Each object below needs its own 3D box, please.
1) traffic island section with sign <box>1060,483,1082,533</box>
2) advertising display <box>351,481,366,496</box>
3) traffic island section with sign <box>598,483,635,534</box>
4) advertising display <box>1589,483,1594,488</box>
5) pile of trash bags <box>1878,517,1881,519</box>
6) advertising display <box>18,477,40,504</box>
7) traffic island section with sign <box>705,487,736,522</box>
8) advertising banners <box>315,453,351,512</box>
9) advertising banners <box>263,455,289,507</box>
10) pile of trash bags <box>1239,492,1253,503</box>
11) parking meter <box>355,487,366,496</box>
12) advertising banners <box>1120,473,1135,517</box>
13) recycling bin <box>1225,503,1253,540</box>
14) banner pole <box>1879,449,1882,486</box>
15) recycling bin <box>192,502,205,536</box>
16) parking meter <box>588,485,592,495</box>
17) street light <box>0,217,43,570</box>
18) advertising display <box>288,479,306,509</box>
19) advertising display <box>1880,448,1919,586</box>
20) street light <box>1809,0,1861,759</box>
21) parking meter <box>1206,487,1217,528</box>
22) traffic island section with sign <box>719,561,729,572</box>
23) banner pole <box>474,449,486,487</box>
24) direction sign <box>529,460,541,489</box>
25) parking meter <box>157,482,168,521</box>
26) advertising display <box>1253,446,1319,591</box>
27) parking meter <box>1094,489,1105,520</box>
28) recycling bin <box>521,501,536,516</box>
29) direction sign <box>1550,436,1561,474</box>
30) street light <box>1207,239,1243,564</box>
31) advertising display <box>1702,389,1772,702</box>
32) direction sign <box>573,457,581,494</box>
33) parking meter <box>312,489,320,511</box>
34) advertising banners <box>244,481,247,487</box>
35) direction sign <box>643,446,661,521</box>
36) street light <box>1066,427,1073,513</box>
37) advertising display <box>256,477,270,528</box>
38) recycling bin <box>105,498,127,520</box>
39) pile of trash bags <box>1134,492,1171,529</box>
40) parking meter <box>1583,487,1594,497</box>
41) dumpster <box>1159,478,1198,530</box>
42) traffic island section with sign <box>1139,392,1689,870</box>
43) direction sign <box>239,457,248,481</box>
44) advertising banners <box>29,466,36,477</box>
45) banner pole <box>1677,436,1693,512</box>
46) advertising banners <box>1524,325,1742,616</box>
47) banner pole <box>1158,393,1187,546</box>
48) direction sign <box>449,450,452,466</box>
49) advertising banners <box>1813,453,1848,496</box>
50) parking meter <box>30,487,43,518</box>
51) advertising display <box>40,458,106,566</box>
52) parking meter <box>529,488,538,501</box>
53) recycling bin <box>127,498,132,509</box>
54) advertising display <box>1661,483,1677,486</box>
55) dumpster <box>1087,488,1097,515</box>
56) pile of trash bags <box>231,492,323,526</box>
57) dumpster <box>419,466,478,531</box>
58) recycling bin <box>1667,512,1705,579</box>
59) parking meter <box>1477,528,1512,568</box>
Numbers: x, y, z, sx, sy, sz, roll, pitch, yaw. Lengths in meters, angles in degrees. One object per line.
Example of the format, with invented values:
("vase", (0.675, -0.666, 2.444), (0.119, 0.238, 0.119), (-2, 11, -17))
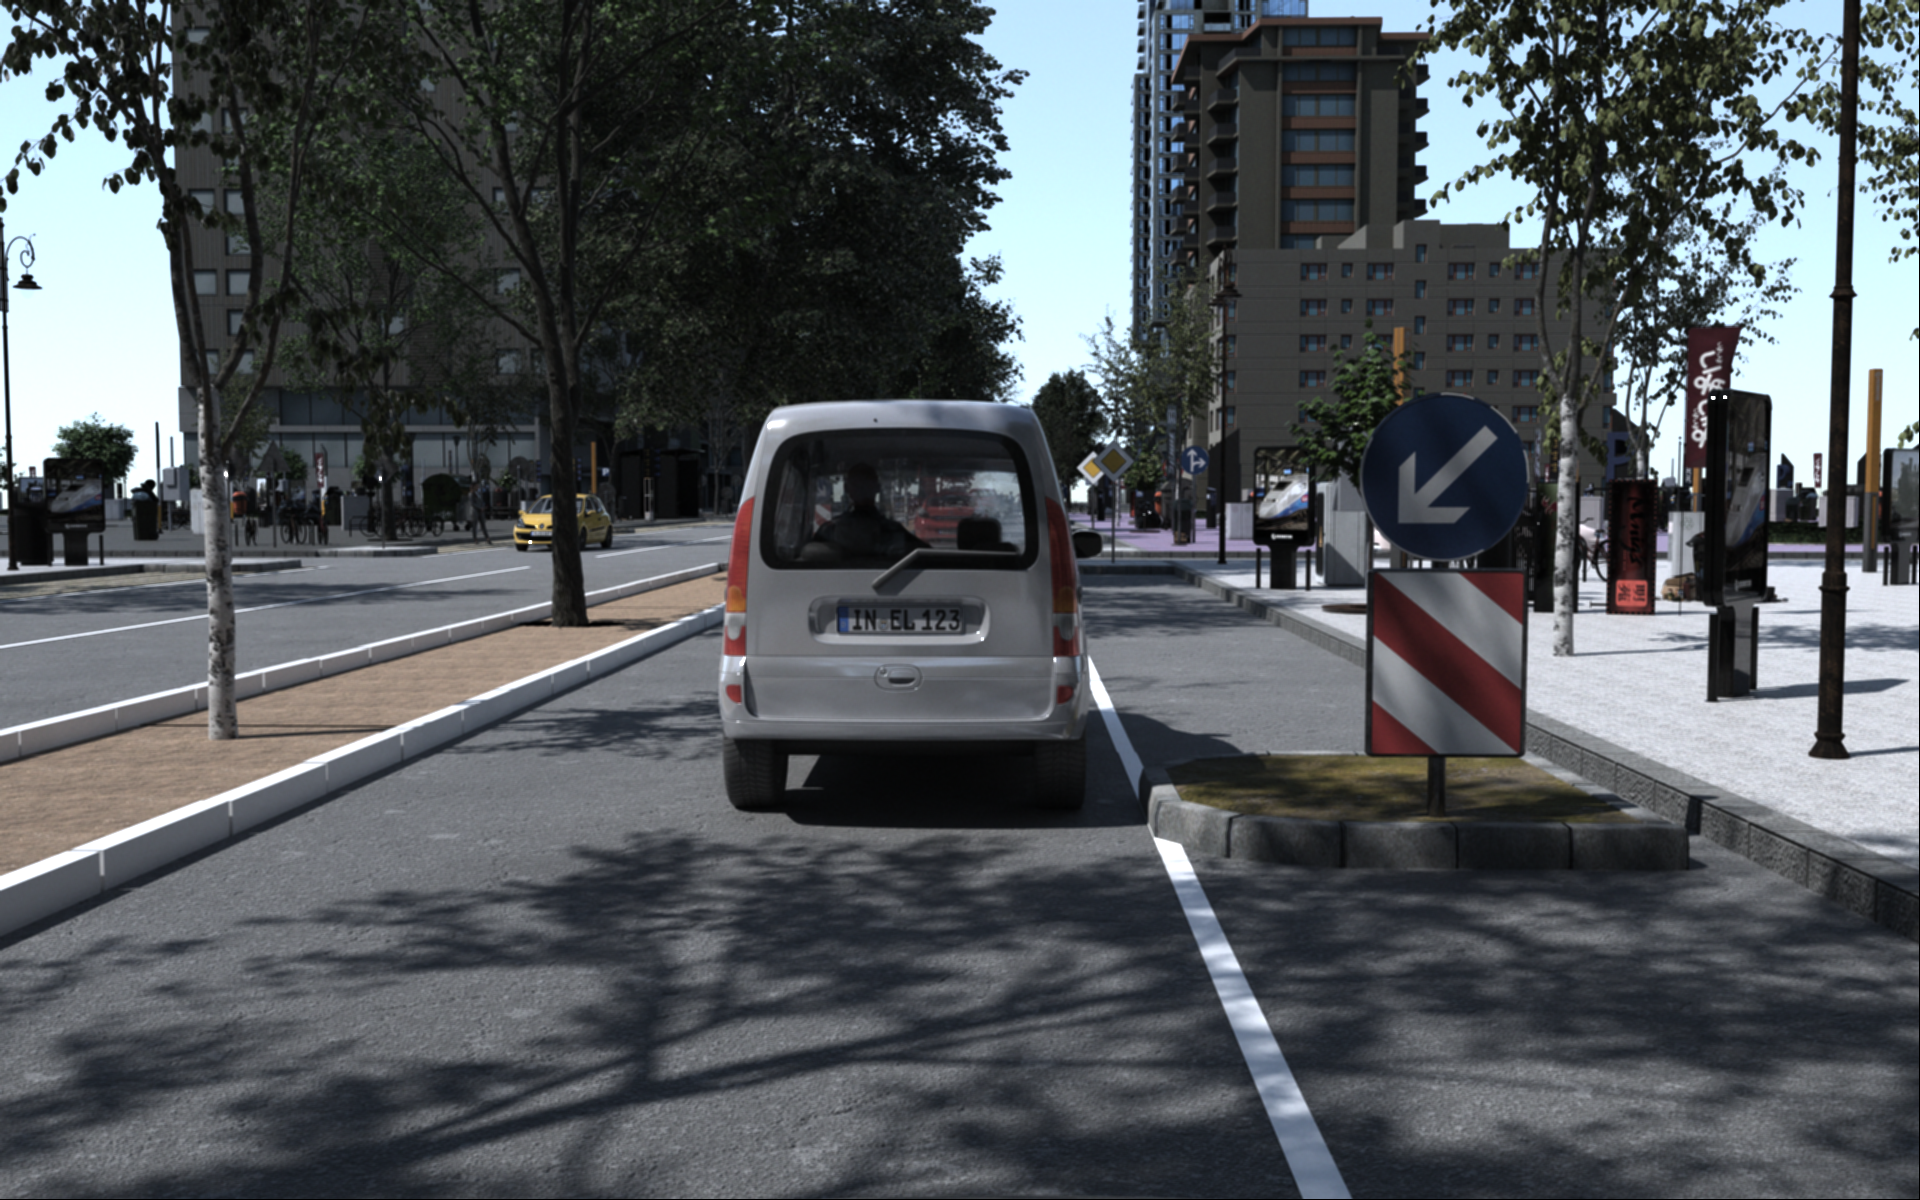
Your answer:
("traffic island section with sign", (3.437, -3.298, 62.553), (1.989, 1.847, 2.006), (0, 4, 2))
("advertising display", (-29.992, -4.967, 86.417), (0.974, 1.923, 0.123), (2, 4, 34))
("traffic island section with sign", (-12.918, -3.325, 62.999), (1.989, 1.847, 2.006), (0, 4, 2))
("advertising display", (37.211, -5.926, 102.100), (0.123, 1.923, 0.974), (1, 4, 12))
("pile of trash bags", (54.844, -5.527, 100.125), (3.447, 1.369, 1.912), (-1, 4, -9))
("advertising display", (-34.821, -3.658, 65.029), (0.123, 1.923, 0.974), (3, 4, 36))
("traffic island section with sign", (-12.119, -4.973, 89.942), (1.989, 1.847, 2.006), (0, 4, 2))
("advertising banners", (-26.454, -4.702, 73.063), (2.074, 3.025, 0.090), (2, 4, 28))
("advertising banners", (-30.727, -4.996, 77.877), (0.090, 3.025, 2.074), (1, 4, 9))
("pile of trash bags", (10.734, -3.149, 61.243), (1.912, 1.369, 3.447), (0, 4, -4))
("parking meter", (-22.661, -3.492, 65.502), (0.372, 1.533, 0.369), (0, 3, 0))
("advertising banners", (9.725, -6.115, 96.166), (2.074, 3.025, 0.090), (1, 4, 20))
("recycling bin", (7.875, -2.214, 48.753), (0.722, 1.027, 0.722), (0, 4, 1))
("banner pole", (50.940, -6.480, 95.961), (0.401, 3.779, 0.863), (1, 4, 19))
("recycling bin", (-23.301, -2.521, 53.781), (0.722, 1.027, 0.722), (2, 4, 27))
("parking meter", (-23.487, -6.412, 110.544), (0.255, 1.863, 0.399), (3, 4, 38))
("street light", (-15.982, -3.441, 29.052), (0.468, 5.910, 1.993), (0, 4, 2))
("advertising display", (-29.460, -4.391, 76.999), (0.123, 1.923, 0.974), (1, 4, 19))
("advertising display", (13.333, -1.181, 24.517), (0.974, 1.923, 0.123), (-3, 4, -37))
("street light", (4.244, -2.171, 8.280), (0.468, 5.910, 1.993), (0, 4, 2))
("parking meter", (9.436, -3.461, 65.001), (0.372, 1.533, 0.369), (0, 3, 0))
("traffic island section with sign", (-3.426, -1.501, 32.673), (2.006, 1.907, 1.989), (0, 4, 2))
("banner pole", (-26.513, -6.459, 95.623), (0.863, 3.779, 0.401), (1, 4, 18))
("direction sign", (-28.262, -7.536, 115.203), (0.876, 3.537, 0.379), (1, 4, 13))
("parking meter", (-37.781, -4.670, 82.070), (0.255, 1.863, 0.399), (3, 4, 36))
("advertising display", (4.346, -1.103, 23.245), (0.123, 1.923, 0.974), (-3, 5, -40))
("parking meter", (6.864, -4.636, 84.205), (0.372, 1.533, 0.369), (0, 3, 0))
("recycling bin", (-15.892, -3.159, 64.199), (0.722, 1.027, 0.722), (-2, 4, -32))
("direction sign", (23.408, -4.623, 67.576), (0.379, 3.537, 0.876), (-3, 5, -40))
("street light", (4.826, -3.604, 31.712), (0.468, 5.910, 1.993), (0, 4, 2))
("advertising display", (4.926, -0.353, 10.981), (0.123, 1.923, 0.974), (3, 5, 40))
("direction sign", (-23.258, -6.914, 105.042), (0.876, 3.537, 0.379), (3, 4, 37))
("parking meter", (-32.389, -4.815, 87.134), (0.372, 1.533, 0.369), (0, 3, 0))
("advertising banners", (-47.960, -7.274, 115.114), (2.074, 3.025, 0.090), (2, 4, 30))
("direction sign", (-14.692, -5.546, 82.666), (0.876, 3.537, 0.379), (-2, 4, -35))
("street light", (7.551, -8.978, 119.584), (0.468, 5.910, 1.993), (0, 4, 2))
("advertising display", (-26.666, -3.735, 66.282), (0.123, 1.923, 0.974), (-3, 5, -44))
("recycling bin", (-41.231, -4.396, 84.430), (0.722, 1.027, 0.722), (-1, 4, -9))
("pile of trash bags", (7.559, -3.414, 65.574), (1.912, 1.369, 3.447), (0, 4, 5))
("parking meter", (23.721, -3.483, 65.351), (0.372, 1.533, 0.369), (0, 3, 0))
("dumpster", (7.862, -3.454, 62.233), (1.264, 1.857, 1.865), (0, 4, 2))
("traffic island section with sign", (1.814, 0.065, 7.563), (1.989, 1.847, 2.006), (0, 4, 2))
("direction sign", (-43.361, -6.903, 104.863), (0.876, 3.537, 0.379), (2, 4, 31))
("advertising banners", (-57.735, -6.906, 109.097), (2.074, 3.025, 0.090), (1, 4, 13))
("banner pole", (31.399, -5.201, 75.050), (0.863, 3.779, 0.401), (3, 4, 36))
("advertising banners", (7.104, -1.355, 18.343), (2.074, 3.025, 0.090), (1, 4, 23))
("banner pole", (5.318, -3.232, 42.861), (0.401, 3.779, 0.863), (3, 4, 39))
("direction sign", (-26.454, -5.992, 89.966), (0.379, 3.537, 0.876), (-1, 4, -23))
("advertising banners", (36.733, -4.708, 73.155), (0.090, 3.025, 2.074), (-1, 4, -13))
("parking meter", (-31.995, -3.157, 60.021), (0.372, 1.533, 0.369), (0, 3, 0))
("advertising display", (-15.825, -1.575, 30.964), (0.974, 1.923, 0.123), (-3, 5, -40))
("parking meter", (-17.077, -3.728, 69.364), (0.372, 1.533, 0.369), (0, 3, 0))
("recycling bin", (-47.994, -5.327, 99.658), (0.722, 1.027, 0.722), (2, 4, 30))
("advertising display", (42.362, -6.011, 103.497), (0.123, 1.923, 0.974), (-3, 4, -36))
("dumpster", (8.305, -6.038, 104.482), (1.264, 1.857, 1.865), (0, 4, 2))
("pile of trash bags", (-27.896, -3.718, 70.536), (3.447, 1.369, 1.912), (-3, 5, -45))
("dumpster", (-17.758, -3.525, 60.127), (1.502, 2.255, 1.985), (0, 4, 2))
("recycling bin", (10.394, -0.725, 24.409), (0.722, 1.027, 0.722), (1, 4, 17))
("parking meter", (6.054, -0.686, 19.627), (0.372, 1.533, 0.369), (0, 3, 0))
